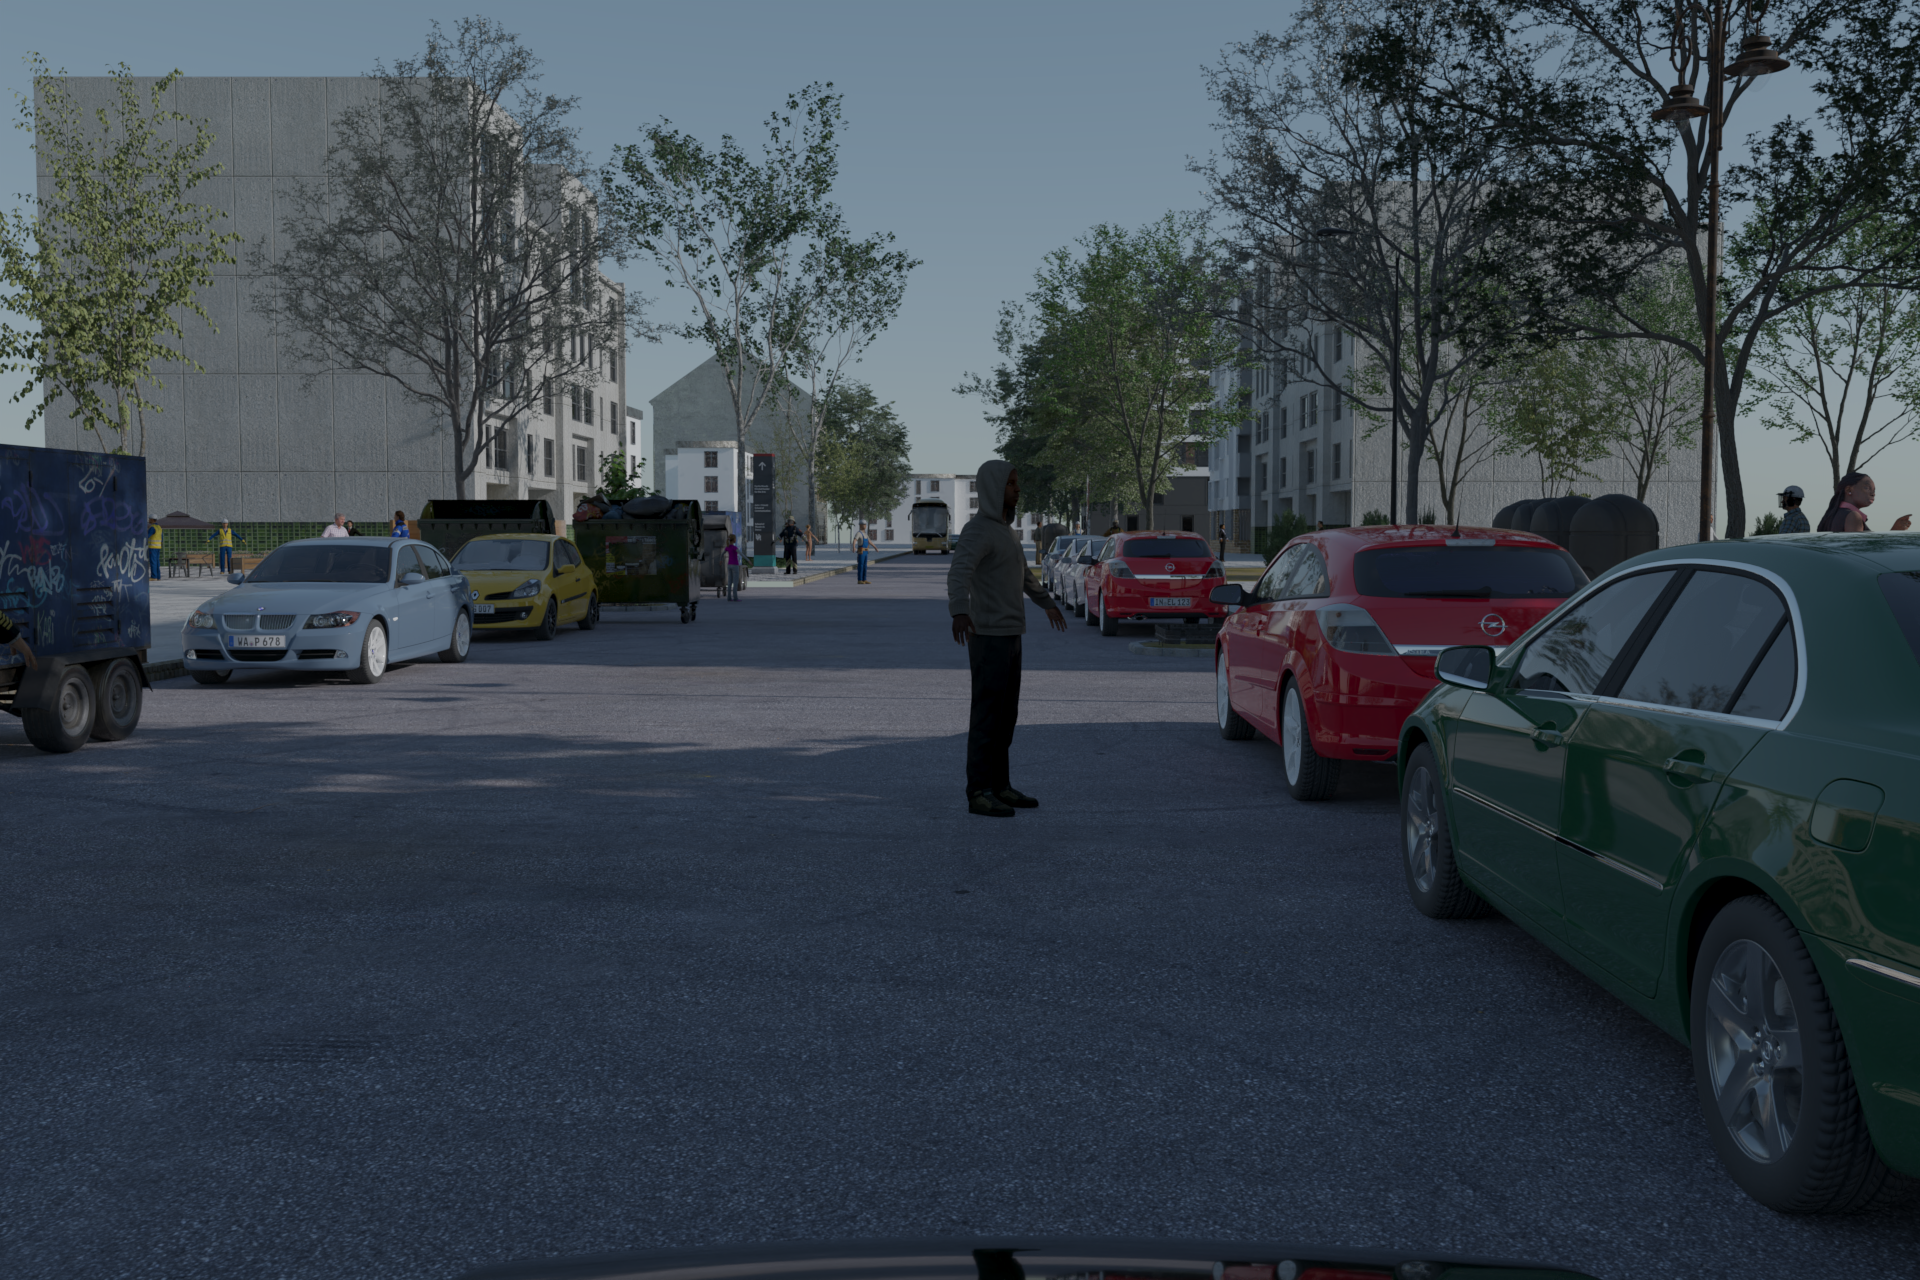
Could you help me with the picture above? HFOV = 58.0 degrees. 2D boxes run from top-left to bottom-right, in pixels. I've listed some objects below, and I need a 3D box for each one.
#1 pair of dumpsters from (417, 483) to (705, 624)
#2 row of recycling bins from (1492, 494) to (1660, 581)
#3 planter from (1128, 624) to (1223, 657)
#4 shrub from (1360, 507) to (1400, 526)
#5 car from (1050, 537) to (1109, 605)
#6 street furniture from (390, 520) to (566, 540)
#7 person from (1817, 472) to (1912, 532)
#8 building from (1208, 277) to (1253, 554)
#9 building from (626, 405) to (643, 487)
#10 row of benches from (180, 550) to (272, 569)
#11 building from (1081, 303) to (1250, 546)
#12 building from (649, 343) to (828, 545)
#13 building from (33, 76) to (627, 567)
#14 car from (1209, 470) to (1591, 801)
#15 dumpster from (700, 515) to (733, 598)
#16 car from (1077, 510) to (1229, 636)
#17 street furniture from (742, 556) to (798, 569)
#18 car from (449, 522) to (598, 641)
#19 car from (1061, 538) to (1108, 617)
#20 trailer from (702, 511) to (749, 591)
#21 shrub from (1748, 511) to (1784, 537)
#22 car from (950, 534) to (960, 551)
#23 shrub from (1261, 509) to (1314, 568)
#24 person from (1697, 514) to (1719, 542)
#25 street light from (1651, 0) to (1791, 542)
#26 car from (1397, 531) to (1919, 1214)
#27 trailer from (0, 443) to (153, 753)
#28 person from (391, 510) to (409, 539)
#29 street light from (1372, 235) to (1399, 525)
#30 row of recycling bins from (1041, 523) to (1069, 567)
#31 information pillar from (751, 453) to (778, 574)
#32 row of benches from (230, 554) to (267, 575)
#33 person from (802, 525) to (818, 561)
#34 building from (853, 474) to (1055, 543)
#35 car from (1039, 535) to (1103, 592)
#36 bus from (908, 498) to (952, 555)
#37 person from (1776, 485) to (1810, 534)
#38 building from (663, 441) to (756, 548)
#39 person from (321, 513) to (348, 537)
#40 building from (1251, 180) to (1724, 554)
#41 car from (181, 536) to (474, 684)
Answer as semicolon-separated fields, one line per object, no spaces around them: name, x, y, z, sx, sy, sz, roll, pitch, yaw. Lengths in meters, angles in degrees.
pair of dumpsters;-6.420;-1.410;28.008;4.436;2.255;1.574;0;4;1
row of recycling bins;6.706;-0.739;19.193;1.069;1.692;3.534;0;4;1
planter;3.082;0.001;21.128;1.991;0.319;1.994;0;4;0
shrub;11.523;-2.679;48.215;1.690;2.028;1.600;0;3;0
car;2.957;-1.458;36.195;2.083;1.381;4.827;0;3;0
street furniture;-13.868;-2.923;54.638;9.812;1.723;11.010;0;4;5
person;5.269;-0.158;10.104;0.415;1.643;0.593;-3;4;-38
building;23.286;-16.467;125.657;16.016;20.090;11.380;0;4;0
building;-26.131;-10.766;118.170;9.099;9.664;28.070;0;4;1
row of benches;-27.387;-3.050;65.338;4.104;0.672;1.422;-3;5;-43
building;25.671;-19.909;169.483;27.936;21.610;32.646;0;4;1
building;-25.798;-22.984;206.722;19.493;23.208;18.063;0;4;0
building;-27.384;-13.248;83.064;16.747;18.905;31.486;0;3;0
car;2.691;-0.106;10.773;2.155;1.783;4.494;0;4;1
dumpster;-6.109;-1.896;39.214;1.865;1.857;1.264;0;4;1
car;2.858;-1.024;25.778;2.155;1.783;4.494;0;4;0
street furniture;-11.128;-3.080;65.981;5.734;0.657;10.072;-3;5;-44
car;-6.326;-0.874;24.522;2.015;1.641;3.980;0;4;0
car;2.897;-1.155;31.248;2.083;1.381;4.827;0;3;0
trailer;-6.189;-2.207;43.127;1.471;1.999;3.904;0;4;1
shrub;25.976;-3.124;55.503;1.690;2.028;1.600;0;3;0
car;-0.510;-7.332;131.669;2.131;1.459;4.920;0;4;-1
shrub;9.604;-2.838;50.442;1.661;2.075;1.752;0;3;0
person;19.416;-2.371;44.924;1.344;1.810;0.704;-3;5;-42
street light;6.043;-2.517;13.947;0.468;5.910;1.993;0;4;1
car;2.616;0.411;5.071;2.131;1.459;4.920;0;4;1
trailer;-6.516;-0.237;10.926;1.471;1.999;3.904;0;4;1
person;-12.974;-2.082;40.023;0.704;1.831;1.345;0;4;0
street light;7.170;-3.293;26.381;1.470;5.913;1.316;0;4;1
row of recycling bins;3.569;-3.588;65.769;1.069;1.692;3.534;0;4;1
information pillar;-6.312;-4.069;55.908;0.750;3.857;0.750;0;4;3
row of benches;-21.263;-2.436;55.293;1.422;0.672;4.104;2;4;34
person;-7.164;-4.638;82.636;0.721;1.733;1.217;-3;5;-42
building;-0.764;-18.131;241.052;28.070;9.664;9.099;0;4;-1
car;3.055;-1.985;44.465;2.014;1.417;4.499;0;4;-1
bus;-1.976;-8.035;122.915;2.896;3.916;12.252;0;4;1
person;9.674;-0.880;20.225;0.704;1.849;1.345;3;5;43
building;-24.524;-13.942;170.099;9.099;9.664;28.070;0;4;1
person;-12.610;-1.722;35.136;0.436;1.711;0.756;3;4;38
building;26.835;-14.000;95.351;16.747;18.905;31.486;0;4;1
car;-6.418;-0.371;18.069;2.014;1.417;4.499;0;4;1
